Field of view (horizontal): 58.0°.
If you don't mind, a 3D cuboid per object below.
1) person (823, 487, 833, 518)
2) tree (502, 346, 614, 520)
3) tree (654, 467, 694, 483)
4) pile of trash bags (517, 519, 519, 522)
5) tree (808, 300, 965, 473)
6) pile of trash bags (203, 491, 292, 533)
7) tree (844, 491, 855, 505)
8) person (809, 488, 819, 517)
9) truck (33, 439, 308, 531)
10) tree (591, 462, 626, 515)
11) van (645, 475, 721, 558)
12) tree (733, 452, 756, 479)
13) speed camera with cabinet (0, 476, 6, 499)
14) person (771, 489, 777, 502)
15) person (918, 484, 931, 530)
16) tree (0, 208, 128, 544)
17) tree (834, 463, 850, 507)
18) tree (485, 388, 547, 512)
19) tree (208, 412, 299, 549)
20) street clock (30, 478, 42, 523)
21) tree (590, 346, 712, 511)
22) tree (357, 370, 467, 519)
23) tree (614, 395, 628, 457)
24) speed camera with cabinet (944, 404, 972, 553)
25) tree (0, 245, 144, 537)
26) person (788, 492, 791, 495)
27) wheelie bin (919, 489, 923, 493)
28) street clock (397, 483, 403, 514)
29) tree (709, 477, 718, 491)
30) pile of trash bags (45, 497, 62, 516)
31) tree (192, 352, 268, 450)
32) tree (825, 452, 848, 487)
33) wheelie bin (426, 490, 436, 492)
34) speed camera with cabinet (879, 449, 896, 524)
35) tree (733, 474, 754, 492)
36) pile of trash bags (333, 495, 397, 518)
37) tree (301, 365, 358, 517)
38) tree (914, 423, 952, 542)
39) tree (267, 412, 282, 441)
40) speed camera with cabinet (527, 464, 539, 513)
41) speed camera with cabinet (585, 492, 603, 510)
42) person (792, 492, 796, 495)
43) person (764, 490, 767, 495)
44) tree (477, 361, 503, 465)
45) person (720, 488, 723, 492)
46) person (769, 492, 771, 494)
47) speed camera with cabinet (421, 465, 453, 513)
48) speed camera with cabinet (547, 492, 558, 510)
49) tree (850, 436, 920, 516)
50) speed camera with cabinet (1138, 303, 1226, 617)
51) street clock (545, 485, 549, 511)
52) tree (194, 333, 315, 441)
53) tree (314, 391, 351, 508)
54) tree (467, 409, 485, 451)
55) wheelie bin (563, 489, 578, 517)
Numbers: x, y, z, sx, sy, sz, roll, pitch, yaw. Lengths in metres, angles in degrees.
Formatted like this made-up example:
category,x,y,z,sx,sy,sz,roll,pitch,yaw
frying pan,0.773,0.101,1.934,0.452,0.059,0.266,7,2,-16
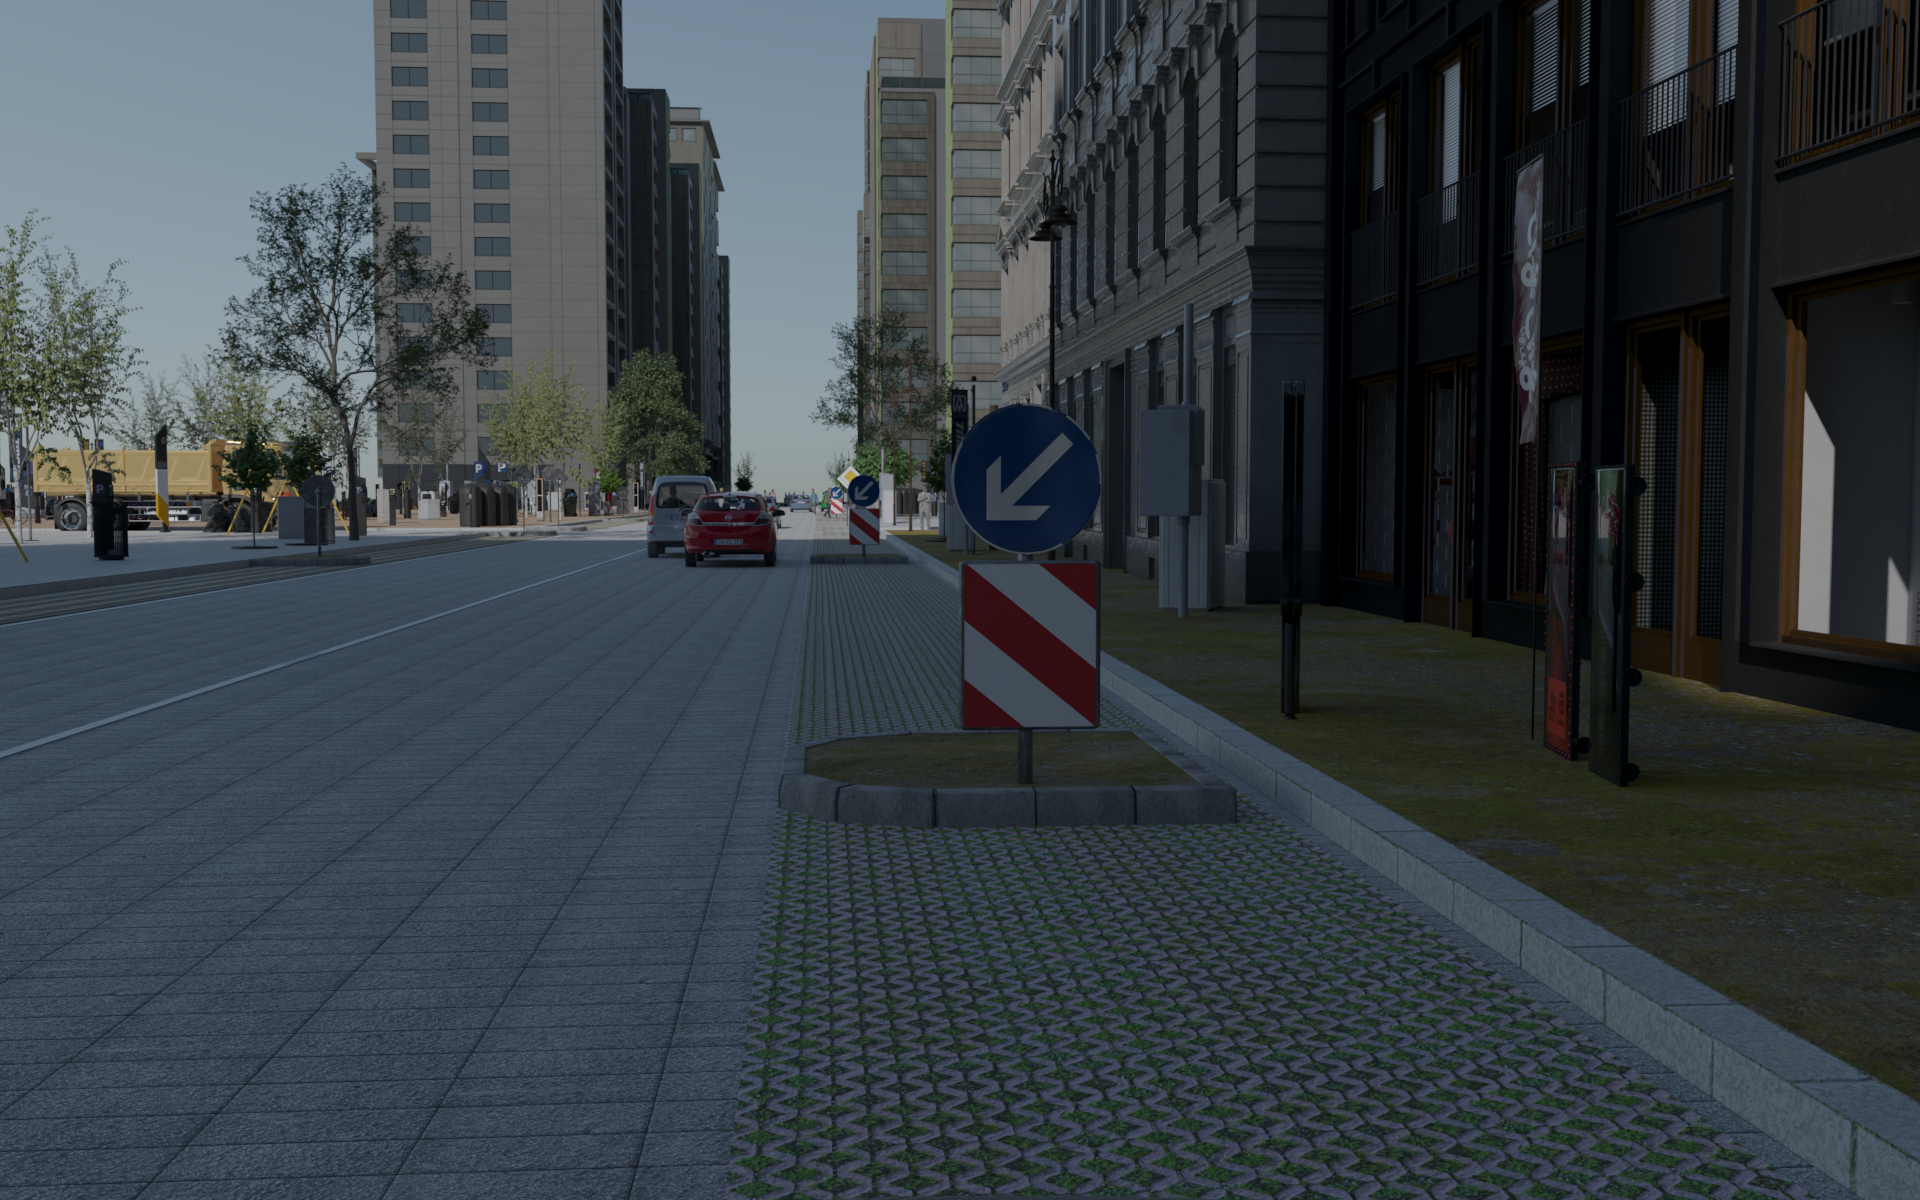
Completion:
category,x,y,z,sx,sy,sz,roll,pitch,yaw
person,-7.876,-5.831,103.746,0.656,1.842,0.836,3,5,39
tree,-19.885,-8.297,86.022,4.737,8.622,4.395,0,3,0
tree,-24.595,-10.122,149.205,4.285,4.588,4.351,0,3,0
pile of trash bags,-21.281,-4.151,77.616,1.912,1.369,3.447,1,4,12
tree,-3.414,-9.056,82.473,8.767,10.594,7.601,2,4,25
pile of trash bags,-23.725,-2.963,58.194,3.447,1.369,1.912,2,4,25
tree,-16.251,-15.643,250.365,1.663,3.219,1.824,0,3,0
person,-9.174,-6.119,108.889,0.444,1.785,0.601,-3,5,-44
truck,-27.729,-4.059,62.285,9.791,3.379,3.469,0,4,-4
tree,-21.692,-6.763,105.177,1.663,3.219,1.824,0,3,0
van,-6.381,-2.044,40.428,2.013,2.044,4.112,0,4,-6
tree,-36.293,-20.917,292.351,4.360,8.622,3.978,0,3,0
speed camera with cabinet,-45.292,-5.298,80.962,0.660,3.252,2.038,-1,4,-9
person,-13.809,-7.325,128.275,0.388,1.821,0.555,2,4,31
person,-1.353,-3.489,65.724,0.511,1.800,0.466,0,3,0
tree,-23.991,-5.748,44.340,4.737,8.622,4.395,0,3,0
tree,-11.275,-11.930,178.774,4.285,4.588,4.351,0,3,0
tree,-31.852,-10.734,125.856,4.360,8.622,3.978,0,3,0
tree,-16.681,-2.826,40.806,1.663,3.219,1.824,0,3,0
street clock,-40.290,-4.345,75.618,0.358,2.002,0.471,3,4,39
tree,-24.047,-13.301,134.486,9.611,12.733,9.660,0,3,0
tree,-27.881,-8.439,88.344,4.360,8.622,3.978,0,3,0
tree,-26.029,-10.737,125.911,4.737,8.622,4.395,0,3,0
speed camera with cabinet,-0.015,-2.711,38.668,0.660,3.252,2.038,0,4,2
tree,-25.824,-6.146,50.847,4.360,8.622,3.978,0,3,0
person,-22.907,-13.669,232.899,0.541,1.710,0.530,1,4,11
wheelie bin,-2.559,-6.399,112.536,0.980,1.594,0.693,0,4,7
street clock,-35.174,-6.384,108.948,0.471,2.002,0.358,-1,4,-15
tree,-28.296,-12.296,195.647,1.663,3.219,1.824,0,3,0
pile of trash bags,-53.946,-5.555,100.581,3.447,1.369,1.912,-2,4,-29
tree,-38.865,-8.482,89.050,4.360,8.622,3.978,0,3,0
tree,-20.754,-21.071,294.877,4.360,8.622,3.978,0,3,0
wheelie bin,-37.354,-7.003,122.405,0.980,1.594,0.693,-1,4,-10
speed camera with cabinet,-3.158,-4.998,76.056,0.660,3.252,2.038,0,4,-6
tree,-35.497,-18.366,283.996,4.285,4.588,4.351,0,3,0
pile of trash bags,-32.214,-5.199,94.758,3.447,1.369,1.912,2,4,24
tree,-35.510,-9.086,98.920,4.360,8.622,3.978,0,3,0
tree,-0.203,-3.337,49.157,1.663,3.219,1.824,0,3,0
tree,-48.849,-10.288,118.571,4.360,8.622,3.978,0,3,0
speed camera with cabinet,-28.162,-7.343,114.388,0.660,3.252,2.038,0,4,-7
speed camera with cabinet,-29.915,-8.992,141.354,0.660,3.252,2.038,-3,5,-40
person,-25.799,-15.984,269.865,1.348,1.821,0.705,-2,4,-29
person,-18.997,-9.781,168.425,0.705,1.824,1.348,-2,4,-26
tree,-23.304,-8.655,91.867,4.737,8.622,4.395,0,3,0
person,-13.561,-5.466,98.219,0.624,1.780,0.694,-1,4,-22
person,-27.748,-14.947,253.019,1.348,1.807,0.705,0,4,7
speed camera with cabinet,-34.981,-7.425,115.739,2.038,3.252,0.660,0,4,6
speed camera with cabinet,-33.198,-8.841,138.881,2.038,3.252,0.660,-2,4,-30
tree,-4.000,-7.178,101.075,4.285,4.588,4.351,0,3,0
speed camera with cabinet,2.424,-1.496,18.794,0.660,3.252,2.038,1,4,19
street clock,-32.110,-7.943,134.445,0.358,2.002,0.471,2,4,30
tree,-32.254,-7.818,78.180,4.737,8.622,4.395,0,3,0
tree,-38.550,-9.358,103.362,4.737,8.622,4.395,0,3,0
tree,-38.803,-10.986,129.990,4.360,8.622,3.978,0,3,0
wheelie bin,-22.124,-5.526,98.263,0.980,1.594,0.693,2,4,30
